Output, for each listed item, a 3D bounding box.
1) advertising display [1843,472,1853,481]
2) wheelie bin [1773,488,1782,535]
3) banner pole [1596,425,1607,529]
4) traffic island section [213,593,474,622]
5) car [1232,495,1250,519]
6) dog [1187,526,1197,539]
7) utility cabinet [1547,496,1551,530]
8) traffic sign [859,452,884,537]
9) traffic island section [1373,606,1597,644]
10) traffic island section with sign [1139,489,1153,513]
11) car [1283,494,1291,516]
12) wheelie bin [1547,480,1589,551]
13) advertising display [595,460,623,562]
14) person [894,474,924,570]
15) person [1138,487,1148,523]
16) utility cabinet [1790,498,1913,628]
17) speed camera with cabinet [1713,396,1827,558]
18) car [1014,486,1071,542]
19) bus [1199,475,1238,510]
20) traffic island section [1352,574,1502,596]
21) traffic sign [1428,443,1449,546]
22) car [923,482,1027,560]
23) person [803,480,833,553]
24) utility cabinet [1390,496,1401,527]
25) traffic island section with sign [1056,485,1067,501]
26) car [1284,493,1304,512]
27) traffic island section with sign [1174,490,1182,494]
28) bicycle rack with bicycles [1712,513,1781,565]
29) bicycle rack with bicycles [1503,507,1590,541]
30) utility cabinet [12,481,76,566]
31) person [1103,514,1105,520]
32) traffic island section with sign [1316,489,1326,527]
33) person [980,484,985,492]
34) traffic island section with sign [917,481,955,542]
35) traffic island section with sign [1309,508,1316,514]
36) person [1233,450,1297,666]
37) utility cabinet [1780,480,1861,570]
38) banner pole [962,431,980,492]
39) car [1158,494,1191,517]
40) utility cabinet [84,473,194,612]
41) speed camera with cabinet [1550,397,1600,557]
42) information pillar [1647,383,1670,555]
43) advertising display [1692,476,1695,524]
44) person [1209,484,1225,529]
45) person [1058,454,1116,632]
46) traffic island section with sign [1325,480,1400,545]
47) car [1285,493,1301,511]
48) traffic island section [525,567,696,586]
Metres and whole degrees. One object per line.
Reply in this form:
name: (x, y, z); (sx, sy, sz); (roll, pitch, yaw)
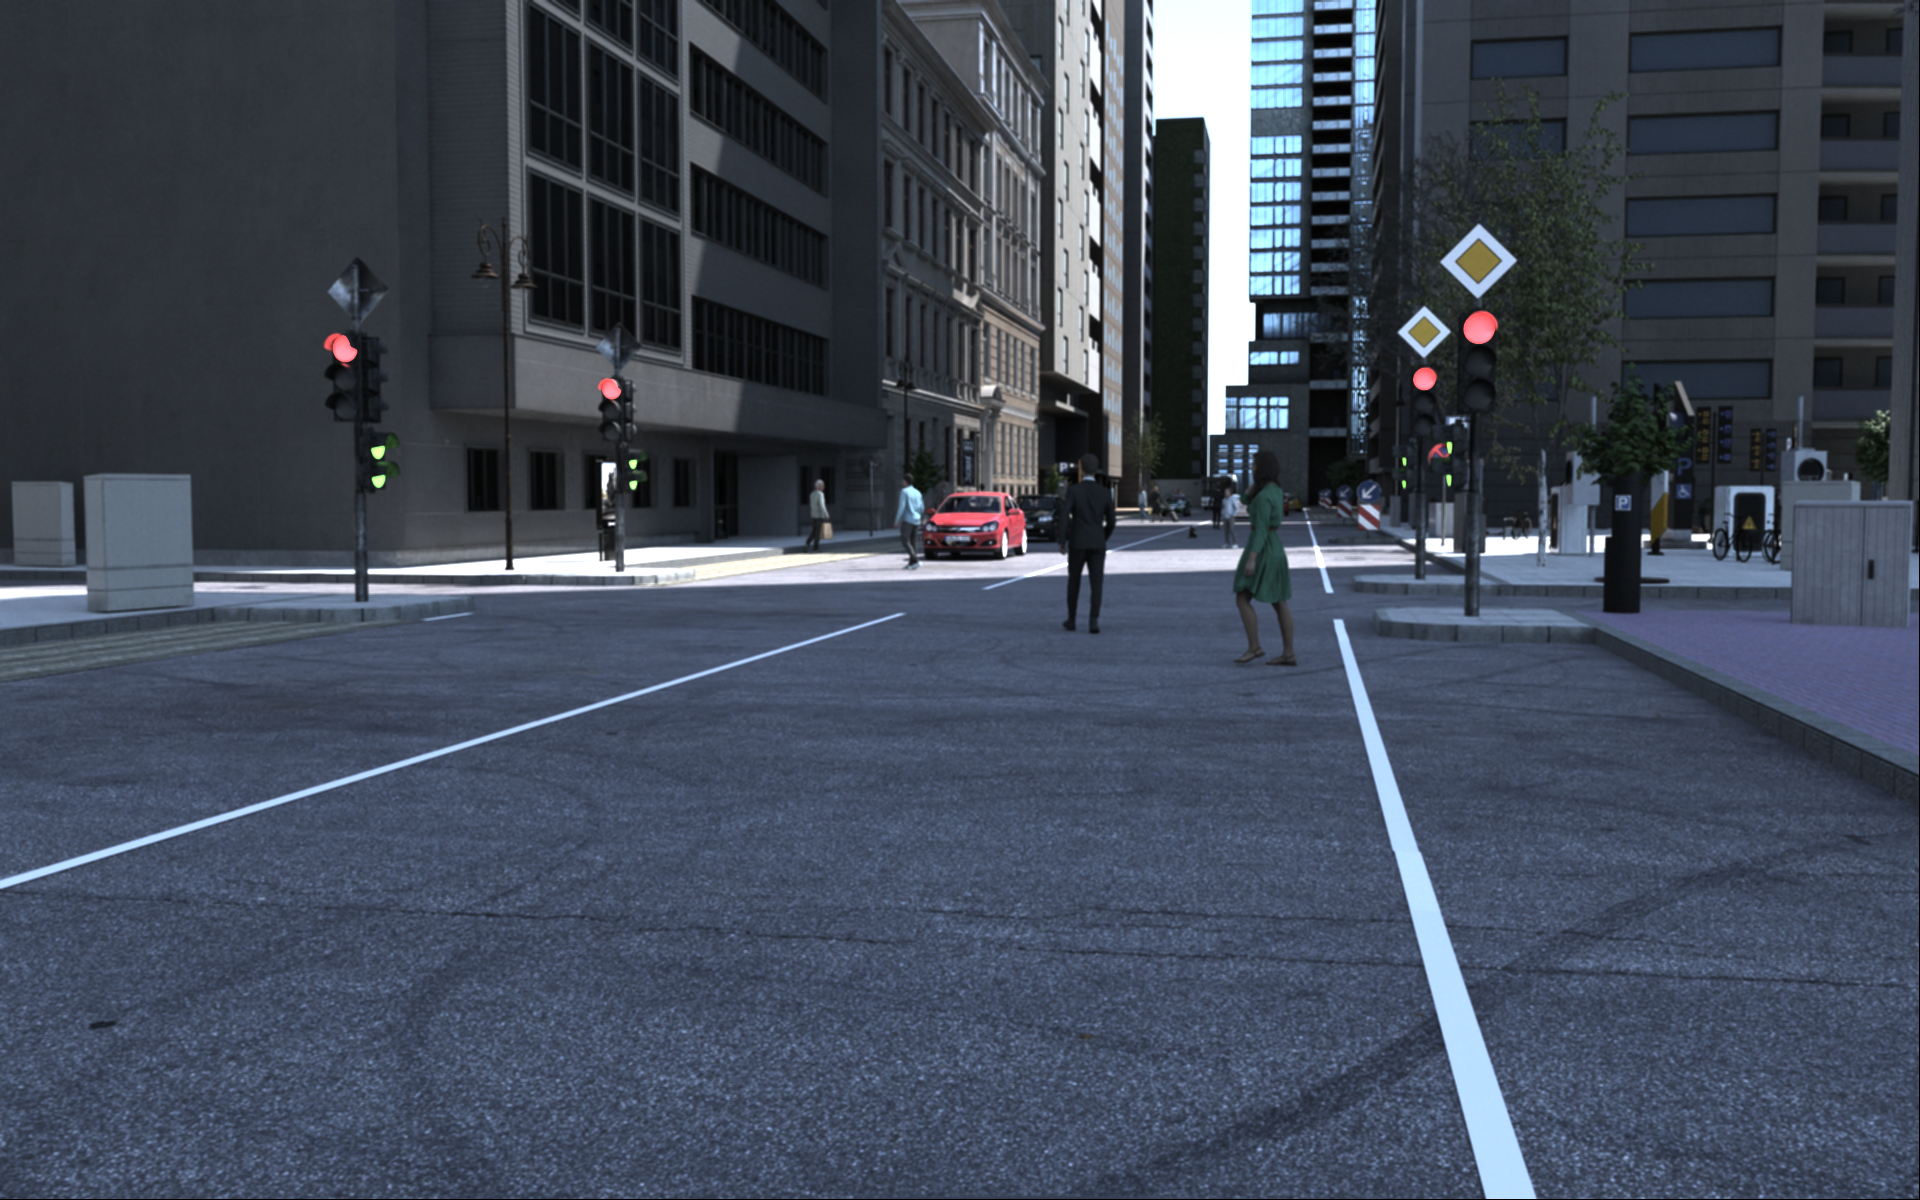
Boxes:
advertising display: (25.821, -2.765, 50.419); (0.123, 1.923, 0.974); (1, 4, 20)
wheelie bin: (25.956, -2.849, 54.492); (0.693, 1.594, 0.980); (0, 4, -1)
banner pole: (23.271, -4.470, 63.102); (0.863, 3.779, 0.401); (-2, 4, -33)
traffic island section: (-7.152, 0.099, 20.668); (2.009, 0.180, 2.903); (1, 4, 11)
car: (14.719, -4.762, 90.228); (2.083, 1.381, 4.827); (1, 4, 11)
dog: (7.468, -2.201, 56.173); (0.550, 0.427, 0.748); (3, 4, 37)
utility cabinet: (21.138, -3.060, 61.191); (1.020, 1.237, 0.306); (1, 4, 20)
traffic sign: (-2.673, -3.177, 52.048); (0.768, 2.556, 0.104); (1, 4, 13)
traffic island section: (5.400, 0.249, 18.207); (2.009, 0.180, 2.903); (1, 4, 11)
traffic island section with sign: (14.325, -7.319, 128.300); (1.989, 1.847, 2.006); (1, 4, 11)
car: (20.754, -6.432, 114.210); (2.155, 1.783, 4.494); (1, 4, 10)
wheelie bin: (13.289, -1.835, 37.908); (0.693, 1.594, 0.980); (2, 4, 34)
advertising display: (-6.710, -1.711, 33.190); (0.123, 1.923, 0.974); (1, 4, 13)
person: (-0.926, -1.499, 33.020); (0.620, 1.820, 0.660); (2, 4, 35)
person: (9.156, -4.767, 86.704); (0.793, 1.790, 0.793); (-3, 5, -41)
utility cabinet: (8.734, -0.356, 16.978); (1.020, 1.237, 0.306); (2, 4, 33)
speed camera with cabinet: (16.367, -2.485, 34.970); (2.038, 3.252, 0.660); (0, 4, -3)
car: (2.322, -2.633, 52.835); (2.009, 1.686, 4.222); (1, 4, 12)
bus: (23.708, -9.975, 157.958); (2.948, 3.499, 13.247); (1, 4, 12)
traffic island section: (6.939, -0.230, 26.043); (2.009, 0.180, 2.903); (1, 4, 11)
traffic sign: (11.957, -2.611, 42.801); (0.768, 2.556, 0.104); (1, 4, 15)
car: (0.372, -1.842, 39.165); (2.155, 1.783, 4.494); (1, 4, 11)
person: (-3.403, -1.992, 41.561); (0.515, 1.767, 0.782); (-2, 4, -35)
utility cabinet: (16.952, -3.440, 67.407); (0.306, 1.237, 1.020); (0, 4, 7)
traffic island section with sign: (4.694, -4.319, 79.237); (1.989, 1.847, 2.006); (1, 4, 11)
car: (26.478, -7.842, 138.433); (2.015, 1.641, 3.980); (1, 4, 10)
traffic island section with sign: (19.523, -8.937, 154.751); (1.989, 1.847, 2.006); (1, 4, 11)
bicycle rack with bicycles: (15.615, -1.150, 32.177); (2.852, 0.926, 2.925); (0, 4, 6)
bicycle rack with bicycles: (16.274, -2.114, 47.940); (2.852, 0.926, 2.925); (2, 4, 27)
utility cabinet: (-16.175, -1.340, 30.592); (1.173, 1.500, 0.318); (1, 4, 23)
person: (7.725, -5.267, 94.428); (0.447, 1.846, 0.655); (0, 4, 5)
traffic island section with sign: (16.883, -4.159, 76.633); (1.989, 1.847, 2.006); (1, 4, 11)
person: (0.759, -2.982, 57.590); (0.374, 1.781, 0.599); (2, 4, 33)
traffic island section with sign: (-0.531, -2.688, 52.582); (1.989, 1.847, 2.006); (1, 4, 11)
traffic island section with sign: (26.614, -7.188, 126.146); (1.989, 1.847, 2.006); (1, 4, 11)
person: (2.549, -0.347, 14.424); (0.529, 1.795, 0.600); (1, 4, 14)
utility cabinet: (14.252, -1.224, 28.698); (0.318, 1.500, 1.173); (-2, 4, -34)
banner pole: (0.489, -4.818, 68.796); (0.863, 3.779, 0.401); (0, 4, -3)
car: (13.838, -6.103, 111.581); (2.131, 1.459, 4.920); (1, 4, 12)
utility cabinet: (-9.075, -0.641, 19.157); (0.318, 1.500, 1.173); (1, 4, 23)
speed camera with cabinet: (12.780, -2.547, 35.987); (0.660, 3.252, 2.038); (0, 4, 7)
information pillar: (14.642, -2.745, 36.231); (0.183, 3.616, 0.504); (-1, 4, -10)
advertising display: (26.332, -3.519, 62.747); (0.123, 1.923, 0.974); (0, 4, -3)
person: (10.472, -3.809, 70.554); (0.659, 1.850, 0.755); (1, 4, 11)
person: (1.288, -0.597, 18.032); (0.659, 1.850, 0.755); (0, 4, -8)
traffic island section with sign: (11.702, -2.541, 50.179); (1.989, 1.847, 2.006); (1, 4, 11)
car: (27.329, -8.269, 144.244); (2.155, 1.783, 4.494); (1, 4, 10)
traffic island section: (-5.613, -0.381, 28.504); (2.009, 0.180, 2.903); (1, 4, 11)
